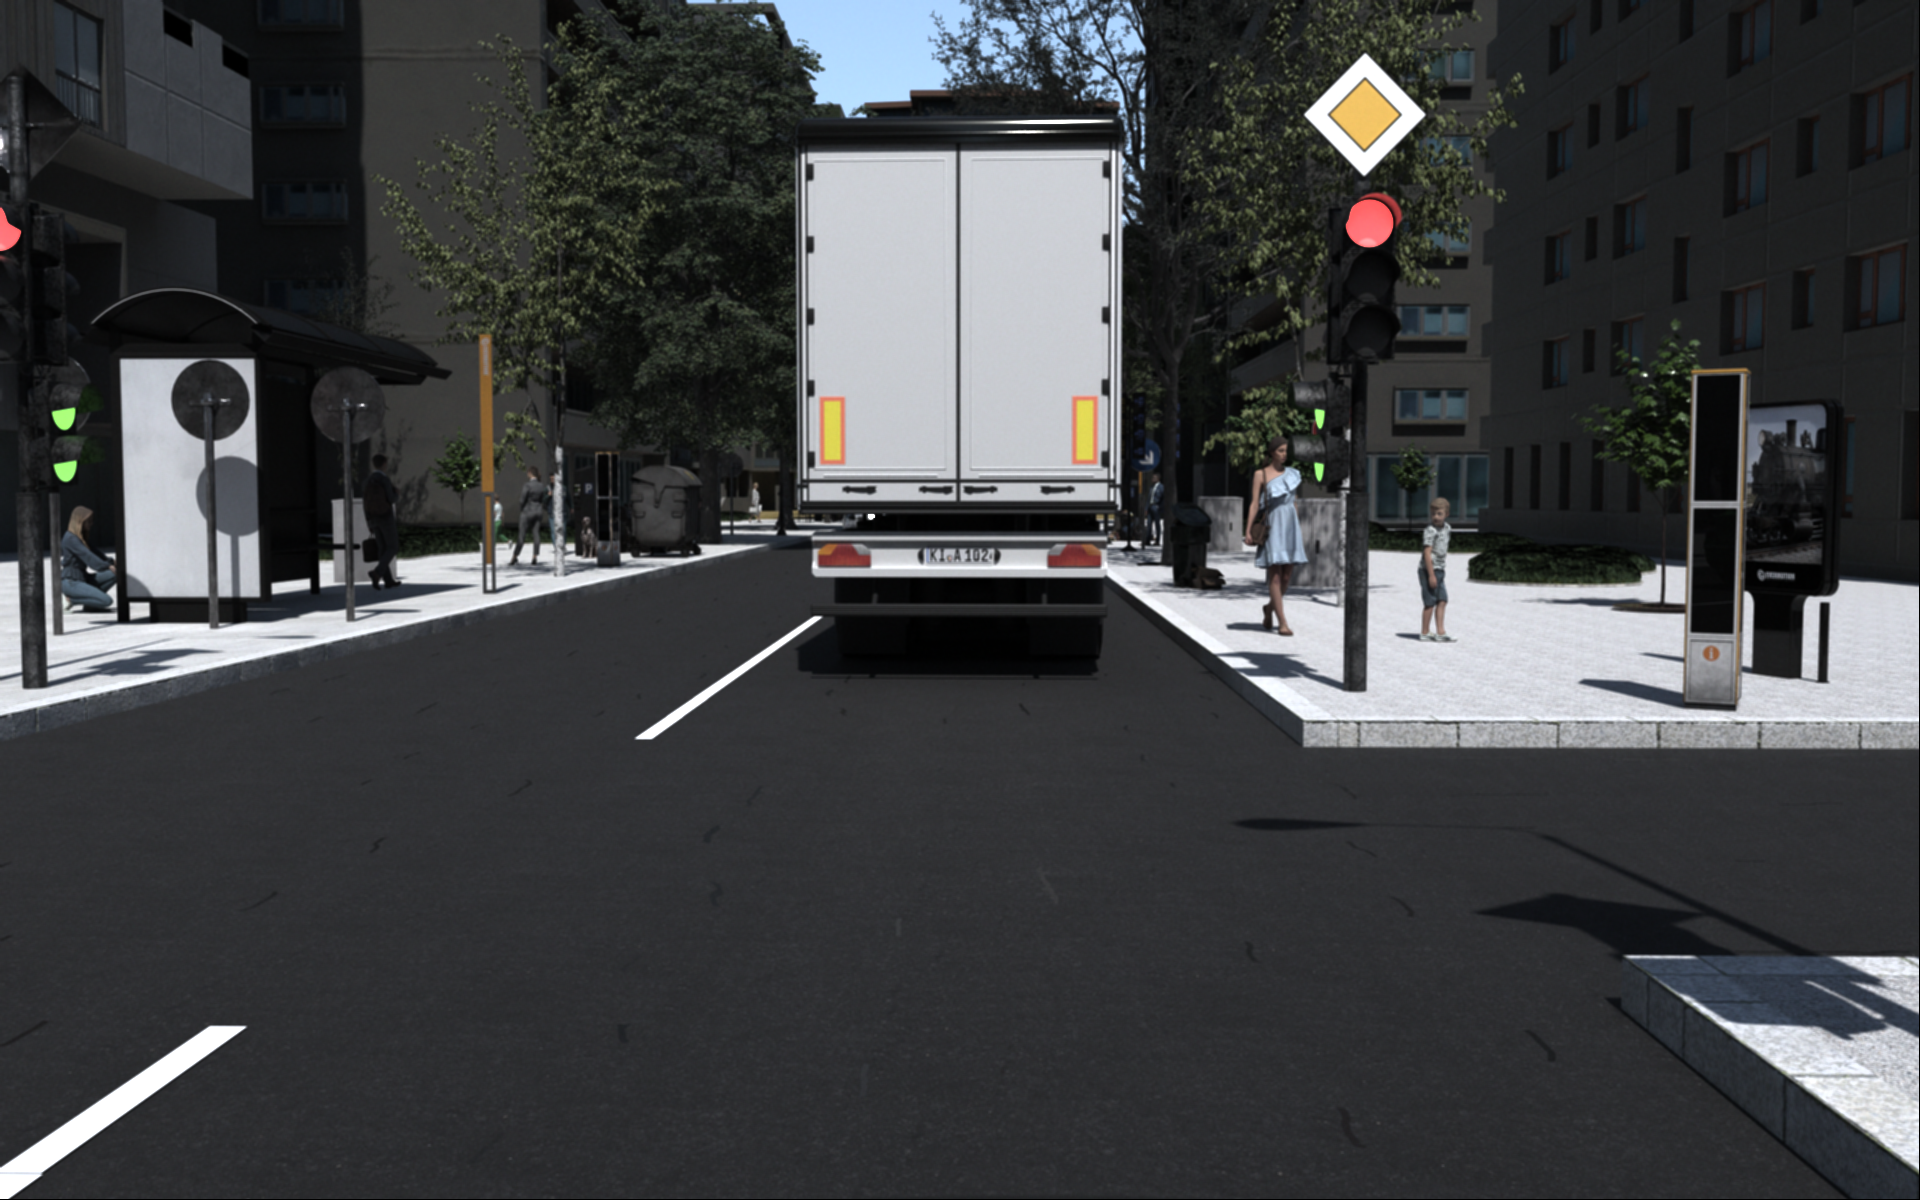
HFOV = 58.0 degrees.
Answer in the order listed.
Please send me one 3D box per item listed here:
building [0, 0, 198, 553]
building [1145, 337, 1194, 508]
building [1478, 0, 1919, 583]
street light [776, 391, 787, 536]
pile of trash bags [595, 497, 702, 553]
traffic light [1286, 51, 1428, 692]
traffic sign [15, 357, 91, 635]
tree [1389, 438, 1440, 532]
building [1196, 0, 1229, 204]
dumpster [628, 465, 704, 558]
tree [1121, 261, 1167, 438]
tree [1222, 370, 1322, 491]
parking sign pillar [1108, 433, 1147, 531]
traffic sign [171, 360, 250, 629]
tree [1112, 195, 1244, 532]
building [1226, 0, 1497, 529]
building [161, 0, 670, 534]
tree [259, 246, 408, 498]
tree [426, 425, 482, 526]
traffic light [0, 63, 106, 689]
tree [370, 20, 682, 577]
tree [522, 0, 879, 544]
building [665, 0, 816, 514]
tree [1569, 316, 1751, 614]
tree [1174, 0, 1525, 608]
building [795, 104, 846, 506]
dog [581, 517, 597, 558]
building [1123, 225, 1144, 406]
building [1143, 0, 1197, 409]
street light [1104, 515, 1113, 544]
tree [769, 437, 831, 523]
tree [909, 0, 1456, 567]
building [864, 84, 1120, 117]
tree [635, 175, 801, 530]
[{"bbox_3d":[-31.284,-27.067,31.789,28.713,52.752,27.495,0,4,1],"label":"building"},{"bbox_3d":[24.872,-49.146,116.201,22.319,86.520,31.000,0,4,1],"label":"building"},{"bbox_3d":[28.428,-11.494,32.970,28.899,21.520,27.650,0,4,1],"label":"building"},{"bbox_3d":[-4.992,-4.951,53.482,1.470,5.913,1.316,0,4,1],"label":"street light"},{"bbox_3d":[-6.783,-1.783,38.909,1.912,1.369,3.447,1,4,20],"label":"pile of trash bags"},{"bbox_3d":[2.556,-1.361,11.178,0.839,4.253,0.868,0,4,1],"label":"traffic light"},{"bbox_3d":[-8.200,-0.952,15.674,0.768,2.556,0.104,1,4,9],"label":"traffic sign"},{"bbox_3d":[15.638,-3.972,59.550,1.663,3.219,1.824,0,3,0],"label":"tree"},{"bbox_3d":[19.768,-19.804,95.500,14.160,30.474,14.107,0,4,1],"label":"building"},{"bbox_3d":[-6.015,-1.814,35.422,1.264,1.857,1.865,0,4,1],"label":"dumpster"},{"bbox_3d":[5.616,-9.572,74.633,7.486,12.596,7.792,0,3,0],"label":"tree"},{"bbox_3d":[8.770,-3.791,45.694,4.285,4.588,4.351,0,3,0],"label":"tree"},{"bbox_3d":[5.806,-4.387,60.198,1.447,3.967,1.447,2,4,26],"label":"parking sign pillar"},{"bbox_3d":[-7.113,-0.999,16.438,0.768,2.556,0.104,0,4,5],"label":"traffic sign"},{"bbox_3d":[5.196,-7.278,53.409,7.601,10.594,8.767,0,4,-1],"label":"tree"},{"bbox_3d":[23.314,-27.409,71.839,21.300,48.544,21.600,0,4,1],"label":"building"},{"bbox_3d":[-23.601,-26.960,64.491,21.300,48.544,21.600,0,4,1],"label":"building"},{"bbox_3d":[-18.142,-6.137,50.707,4.360,8.622,3.978,0,3,0],"label":"tree"},{"bbox_3d":[-14.132,-3.305,48.637,1.663,3.219,1.824,0,3,0],"label":"tree"},{"bbox_3d":[-6.103,-1.371,11.340,0.839,4.253,0.868,0,4,1],"label":"traffic light"},{"bbox_3d":[-6.472,-4.671,26.733,4.737,8.622,4.395,0,3,0],"label":"tree"},{"bbox_3d":[-6.325,-8.405,44.070,9.857,13.997,8.962,0,3,0],"label":"tree"},{"bbox_3d":[-24.275,-27.307,138.354,23.993,40.220,32.217,0,4,1],"label":"building"},{"bbox_3d":[7.817,-1.485,18.889,1.663,3.219,1.824,0,3,0],"label":"tree"},{"bbox_3d":[4.378,-4.236,19.619,4.737,8.622,4.395,0,3,0],"label":"tree"},{"bbox_3d":[-18.914,-30.684,185.283,14.086,41.232,14.154,0,4,1],"label":"building"},{"bbox_3d":[-7.306,-1.247,34.776,0.800,0.831,0.513,-3,5,-39],"label":"dog"},{"bbox_3d":[24.032,-25.235,184.290,14.107,30.474,14.160,0,4,1],"label":"building"},{"bbox_3d":[24.102,-43.070,142.448,20.563,71.187,20.611,0,4,1],"label":"building"},{"bbox_3d":[3.187,-4.376,44.094,1.470,5.913,1.316,0,4,1],"label":"street light"},{"bbox_3d":[-5.700,-8.646,75.770,8.767,10.594,7.601,-2,4,-29],"label":"tree"},{"bbox_3d":[3.736,-7.363,30.762,12.009,13.543,11.850,0,3,0],"label":"tree"},{"bbox_3d":[2.628,-32.630,188.130,28.867,44.769,22.147,0,4,1],"label":"building"},{"bbox_3d":[-6.329,-8.858,61.833,9.611,12.733,9.660,0,3,0],"label":"tree"}]
